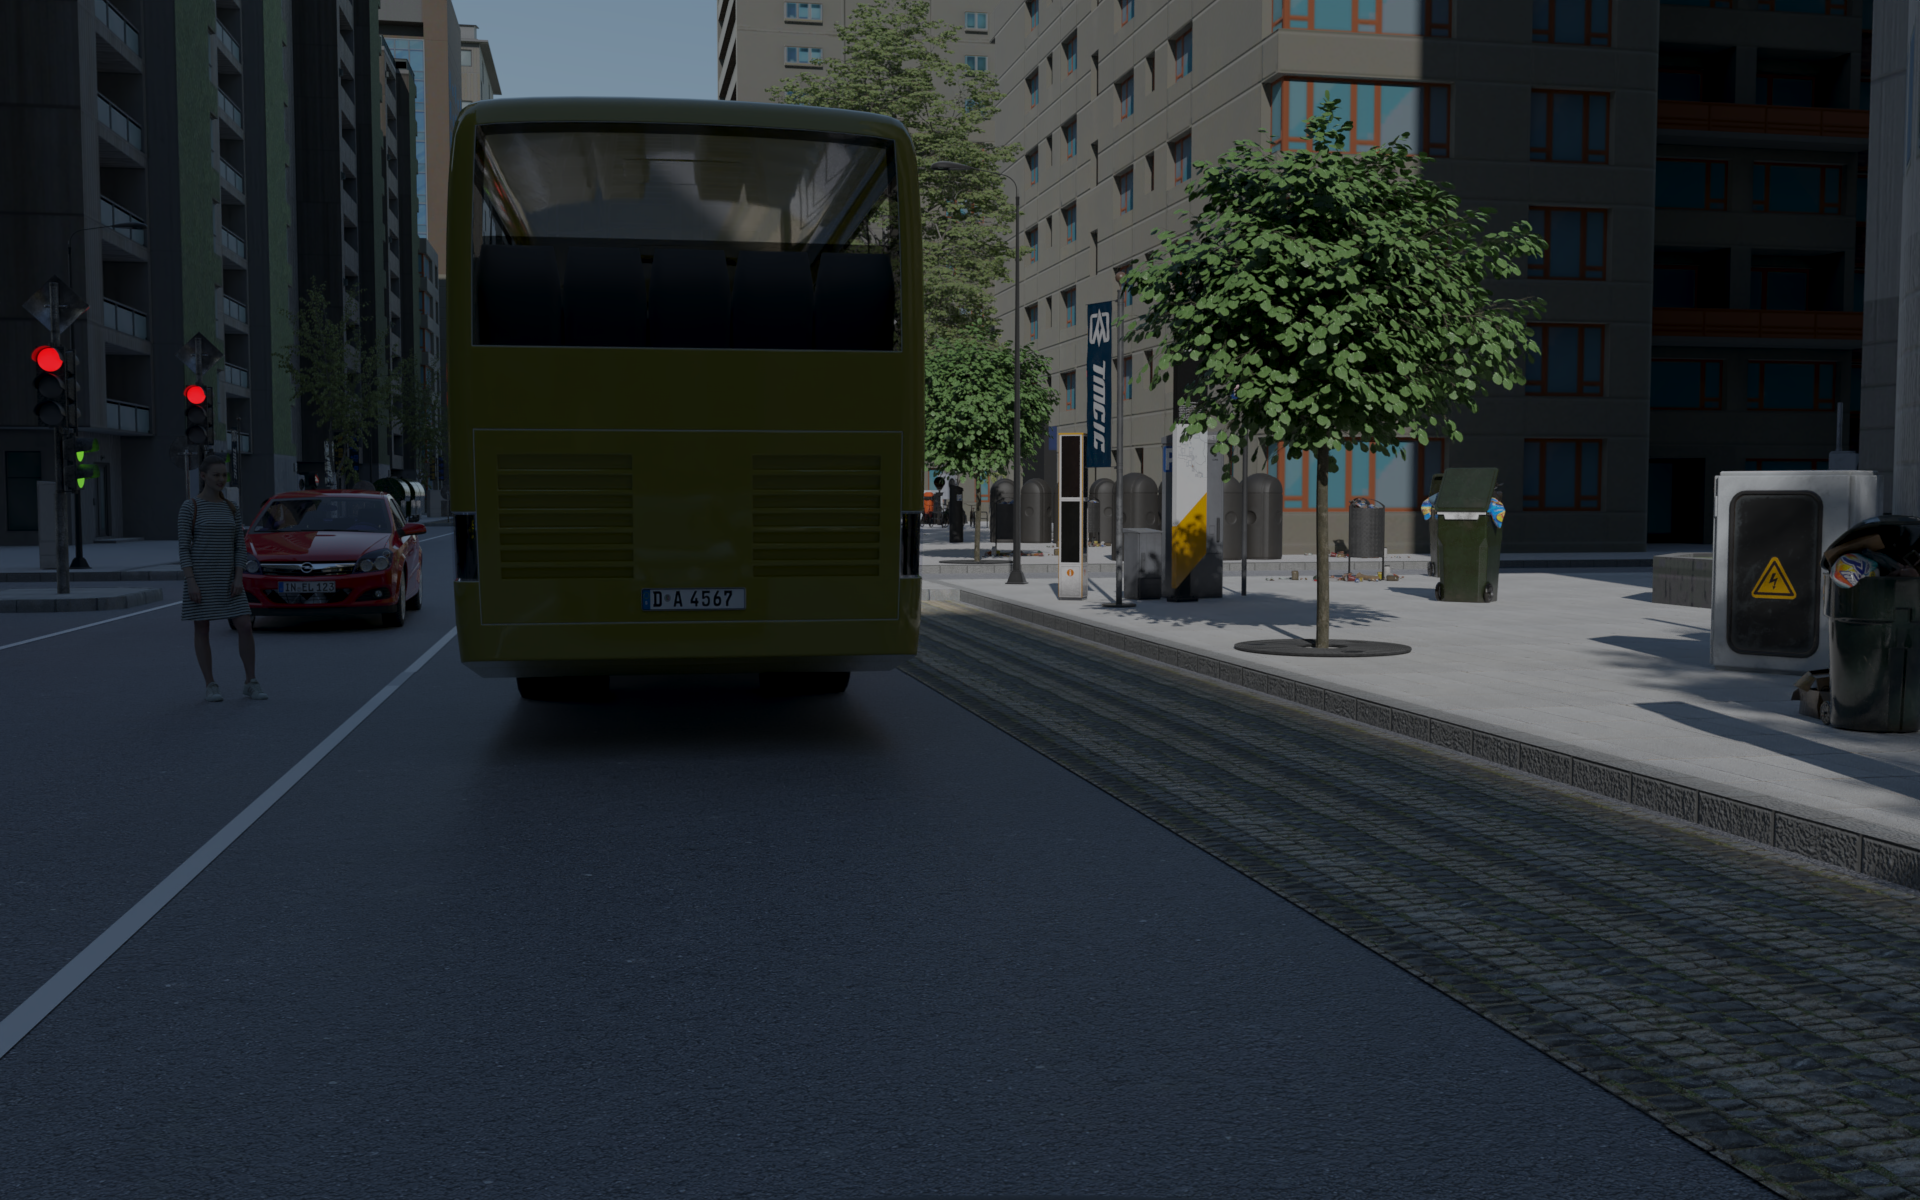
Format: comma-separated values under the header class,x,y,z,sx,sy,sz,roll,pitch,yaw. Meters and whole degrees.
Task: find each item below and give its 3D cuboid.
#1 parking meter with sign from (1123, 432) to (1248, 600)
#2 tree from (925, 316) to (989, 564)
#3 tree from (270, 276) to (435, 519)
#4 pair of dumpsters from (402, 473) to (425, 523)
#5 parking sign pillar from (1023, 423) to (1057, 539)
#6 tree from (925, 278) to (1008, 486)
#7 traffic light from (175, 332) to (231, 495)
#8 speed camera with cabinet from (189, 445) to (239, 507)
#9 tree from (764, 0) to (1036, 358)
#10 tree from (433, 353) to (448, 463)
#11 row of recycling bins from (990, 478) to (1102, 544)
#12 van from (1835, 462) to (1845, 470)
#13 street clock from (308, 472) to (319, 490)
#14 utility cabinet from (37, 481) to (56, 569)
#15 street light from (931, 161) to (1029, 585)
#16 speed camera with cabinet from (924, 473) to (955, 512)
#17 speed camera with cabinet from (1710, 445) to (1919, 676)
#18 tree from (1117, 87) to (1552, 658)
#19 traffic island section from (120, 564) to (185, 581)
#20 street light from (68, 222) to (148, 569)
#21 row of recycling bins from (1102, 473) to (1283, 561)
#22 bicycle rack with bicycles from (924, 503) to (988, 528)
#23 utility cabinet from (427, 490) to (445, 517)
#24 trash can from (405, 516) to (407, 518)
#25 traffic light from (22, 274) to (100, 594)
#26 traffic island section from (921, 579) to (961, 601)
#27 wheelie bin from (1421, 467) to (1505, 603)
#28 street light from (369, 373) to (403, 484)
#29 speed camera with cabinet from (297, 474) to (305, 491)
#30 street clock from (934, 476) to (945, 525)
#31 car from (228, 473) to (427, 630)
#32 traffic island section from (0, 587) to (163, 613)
class,x,y,z,sx,sy,sz,roll,pitch,yaw
parking meter with sign,2.851,-1.536,21.376,1.738,3.016,0.543,-2,4,-28
tree,0.259,-2.964,32.168,4.285,4.588,4.351,0,3,0
tree,-21.277,-6.671,59.427,4.737,8.622,4.395,0,3,0
pair of dumpsters,-25.066,-4.610,77.864,1.574,2.255,4.437,-1,4,-12
parking sign pillar,2.299,-3.766,50.039,1.447,3.967,1.447,-2,4,-27
tree,-0.039,-6.557,57.562,4.737,8.622,4.395,0,3,0
traffic light,-13.138,-2.514,30.032,0.839,4.253,0.868,-1,4,-12
speed camera with cabinet,-18.043,-2.905,41.836,0.660,3.252,2.038,0,4,-5
tree,-1.811,-7.448,39.902,7.486,12.596,7.792,0,3,0
tree,-27.393,-8.442,88.385,4.737,8.622,4.395,0,3,0
row of recycling bins,2.453,-2.331,45.223,3.534,1.692,1.069,1,4,20
van,16.384,-1.541,32.209,4.112,2.044,2.013,-1,4,-12
street clock,-20.875,-3.145,55.997,0.358,2.002,0.471,0,4,-5
utility cabinet,-15.640,-1.297,29.882,0.318,1.500,1.173,-1,4,-21
street light,0.279,-3.174,24.443,1.470,5.913,1.316,-1,4,-12
speed camera with cabinet,-0.961,-5.043,76.796,0.660,3.252,2.038,2,4,32
speed camera with cabinet,6.365,-1.082,12.019,0.660,3.252,2.038,-3,5,-43
tree,2.955,-1.866,14.231,4.285,4.588,4.351,0,3,0
traffic island section,-13.179,-0.482,30.159,2.009,0.180,2.903,-1,4,-12
street light,-14.571,-3.492,29.631,1.470,5.913,1.316,-1,4,-12
row of recycling bins,4.657,-1.622,33.632,3.534,1.692,1.069,-1,4,-19
bicycle rack with bicycles,-0.142,-3.229,66.179,2.852,0.926,2.925,-1,4,-15
utility cabinet,-28.487,-5.242,94.392,0.318,1.500,1.173,3,4,37
trash can,-28.408,-4.670,88.003,0.748,1.137,0.748,0,3,0
traffic light,-11.538,-2.036,22.209,0.839,4.253,0.868,-1,4,-12
traffic island section,-1.250,-0.132,24.434,2.009,0.180,2.903,-1,4,-12
wheelie bin,6.067,-0.782,20.686,0.980,1.594,0.693,3,4,36
street light,-22.135,-5.758,66.690,1.470,5.913,1.316,-1,4,-12
speed camera with cabinet,-30.572,-5.177,78.977,0.660,3.252,2.038,0,4,3
street clock,-0.842,-4.073,71.168,0.471,2.002,0.358,0,4,3
car,-7.192,-0.659,19.808,2.155,1.783,4.494,-1,4,-13
traffic island section,-11.580,-0.003,22.335,2.009,0.180,2.903,-1,4,-12
